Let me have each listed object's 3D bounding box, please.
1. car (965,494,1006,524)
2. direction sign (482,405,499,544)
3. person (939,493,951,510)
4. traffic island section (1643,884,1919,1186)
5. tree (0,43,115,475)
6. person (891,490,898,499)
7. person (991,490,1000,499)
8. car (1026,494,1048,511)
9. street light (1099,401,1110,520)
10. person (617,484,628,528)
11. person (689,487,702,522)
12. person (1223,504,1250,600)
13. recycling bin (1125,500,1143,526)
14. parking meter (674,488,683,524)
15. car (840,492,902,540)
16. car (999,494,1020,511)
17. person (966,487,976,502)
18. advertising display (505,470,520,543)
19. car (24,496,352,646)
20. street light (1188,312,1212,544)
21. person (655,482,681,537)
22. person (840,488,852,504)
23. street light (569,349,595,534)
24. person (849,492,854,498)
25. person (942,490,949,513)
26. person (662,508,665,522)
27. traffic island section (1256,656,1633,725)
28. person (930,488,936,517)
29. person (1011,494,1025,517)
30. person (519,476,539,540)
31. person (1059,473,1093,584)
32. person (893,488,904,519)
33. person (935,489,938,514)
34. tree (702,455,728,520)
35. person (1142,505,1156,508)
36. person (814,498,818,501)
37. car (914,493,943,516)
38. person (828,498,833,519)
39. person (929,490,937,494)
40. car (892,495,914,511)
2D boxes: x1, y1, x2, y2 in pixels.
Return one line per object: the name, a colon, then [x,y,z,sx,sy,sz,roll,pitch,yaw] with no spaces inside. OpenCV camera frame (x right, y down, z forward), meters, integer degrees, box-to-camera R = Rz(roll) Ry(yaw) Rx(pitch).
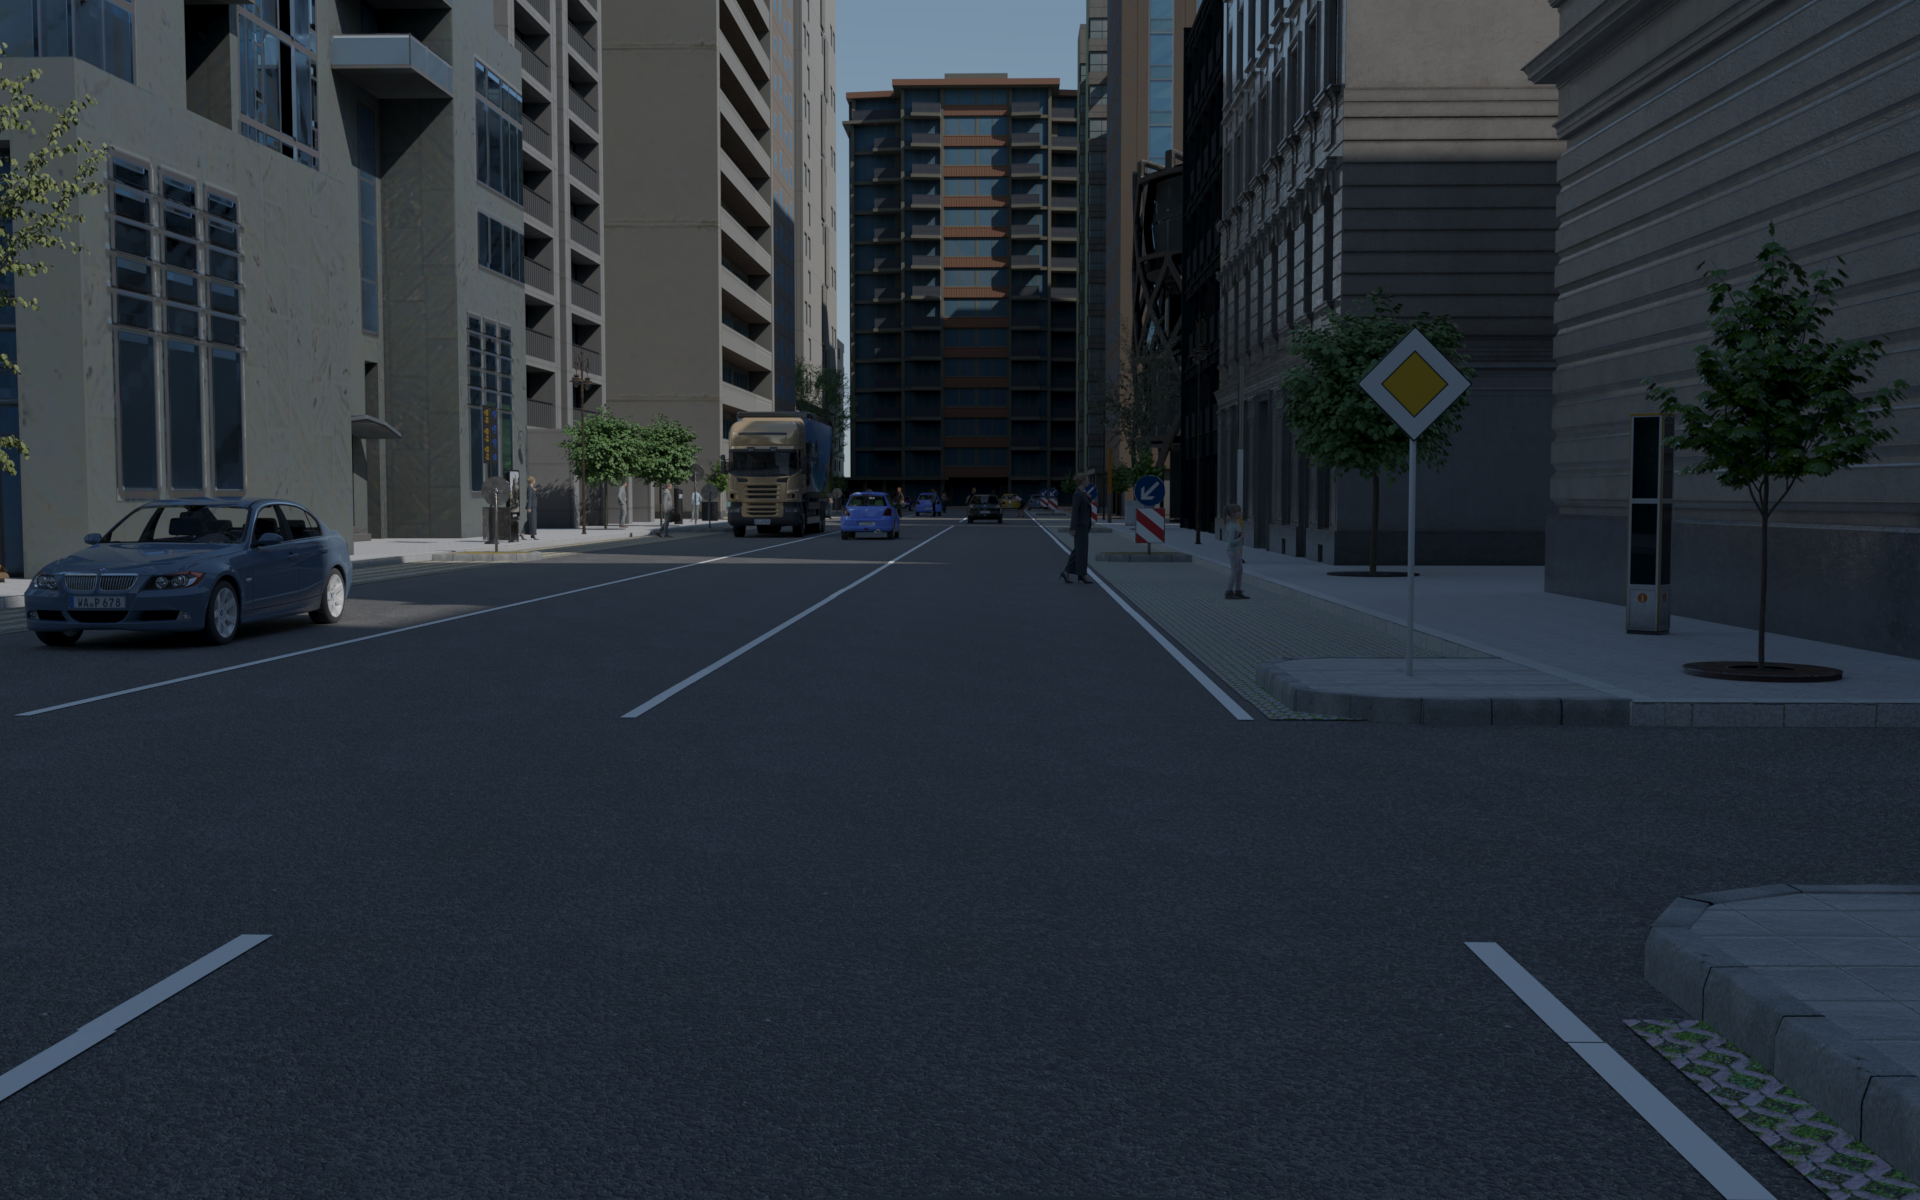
car: [1.251,-4.628,85.450,2.009,1.686,4.222,0,4,2]
direction sign: [-12.025,-3.203,44.366,0.379,3.537,0.876,0,4,6]
person: [-1.408,-8.773,151.955,1.348,1.821,0.705,1,4,15]
traffic island section: [2.995,1.104,4.227,2.009,0.180,2.903,0,4,2]
tree: [-12.833,-4.308,20.799,4.737,8.622,4.395,0,3,0]
person: [-6.017,-9.685,166.481,1.348,1.869,0.705,-1,4,-18]
person: [3.019,-8.960,155.026,1.348,1.821,0.705,-1,4,-23]
car: [6.682,-8.322,148.069,2.014,1.417,4.499,0,4,1]
street light: [7.186,-6.947,86.375,0.468,5.910,1.993,0,4,2]
person: [-12.908,-3.677,66.265,0.391,1.810,0.635,-1,4,-15]
person: [-12.206,-4.409,79.946,0.589,1.601,0.330,-3,4,-37]
person: [3.741,-0.651,23.415,0.394,1.301,0.425,0,4,2]
recycling bin: [7.116,-3.527,70.218,0.722,1.027,0.722,1,4,19]
parking meter: [-11.903,-3.962,73.194,0.372,1.533,0.369,0,3,0]
car: [-2.851,-2.809,55.526,1.945,1.707,3.694,0,4,2]
car: [4.316,-8.465,148.619,2.015,1.641,3.980,0,4,3]
person: [0.760,-5.318,95.465,0.705,1.822,1.348,3,5,44]
advertising display: [-11.879,-2.496,46.020,0.123,1.923,0.974,0,4,1]
car: [-7.796,-0.362,17.929,2.014,1.417,4.499,0,4,1]
street light: [6.081,-4.359,44.065,0.468,5.910,1.993,0,4,2]
person: [-9.593,-2.951,56.873,0.853,1.813,0.709,-1,4,-11]
person: [-9.794,-8.829,150.406,1.348,1.822,0.705,1,4,13]
street light: [-12.021,-5.041,55.206,0.468,5.910,1.993,0,4,2]
person: [-10.006,-9.294,161.187,0.628,1.438,0.799,1,4,10]
person: [-1.093,-7.409,130.343,0.721,1.736,1.217,1,4,20]
person: [-13.499,-4.264,80.001,0.590,1.304,0.306,1,4,21]
traffic island section: [3.213,0.616,12.209,2.009,0.180,2.903,0,4,2]
person: [-1.676,-6.166,109.300,0.705,1.826,1.348,-1,4,-8]
person: [3.576,-5.767,105.975,0.799,1.438,0.628,-2,4,-23]
person: [-11.998,-2.559,48.305,0.534,1.772,0.576,-3,5,-40]
person: [1.886,-1.149,27.714,0.534,1.772,0.576,-1,4,-9]
person: [-3.573,-5.671,101.365,0.705,1.807,1.348,-2,4,-29]
person: [-1.801,-7.078,124.322,0.705,1.812,1.348,-2,4,-26]
tree: [-11.986,-5.625,86.564,1.663,3.219,1.824,0,3,0]
person: [7.538,-3.848,68.966,0.555,1.821,0.388,0,4,-6]
person: [-10.648,-7.453,127.771,0.709,1.838,0.599,-1,4,-8]
car: [-2.062,-6.368,113.708,1.945,1.707,3.694,0,4,0]
person: [-7.299,-5.453,98.382,0.721,1.735,1.217,0,4,-2]
person: [-2.124,-7.653,134.434,0.742,1.727,0.445,0,4,3]
car: [-4.830,-8.094,144.916,1.945,1.354,3.894,0,4,1]
